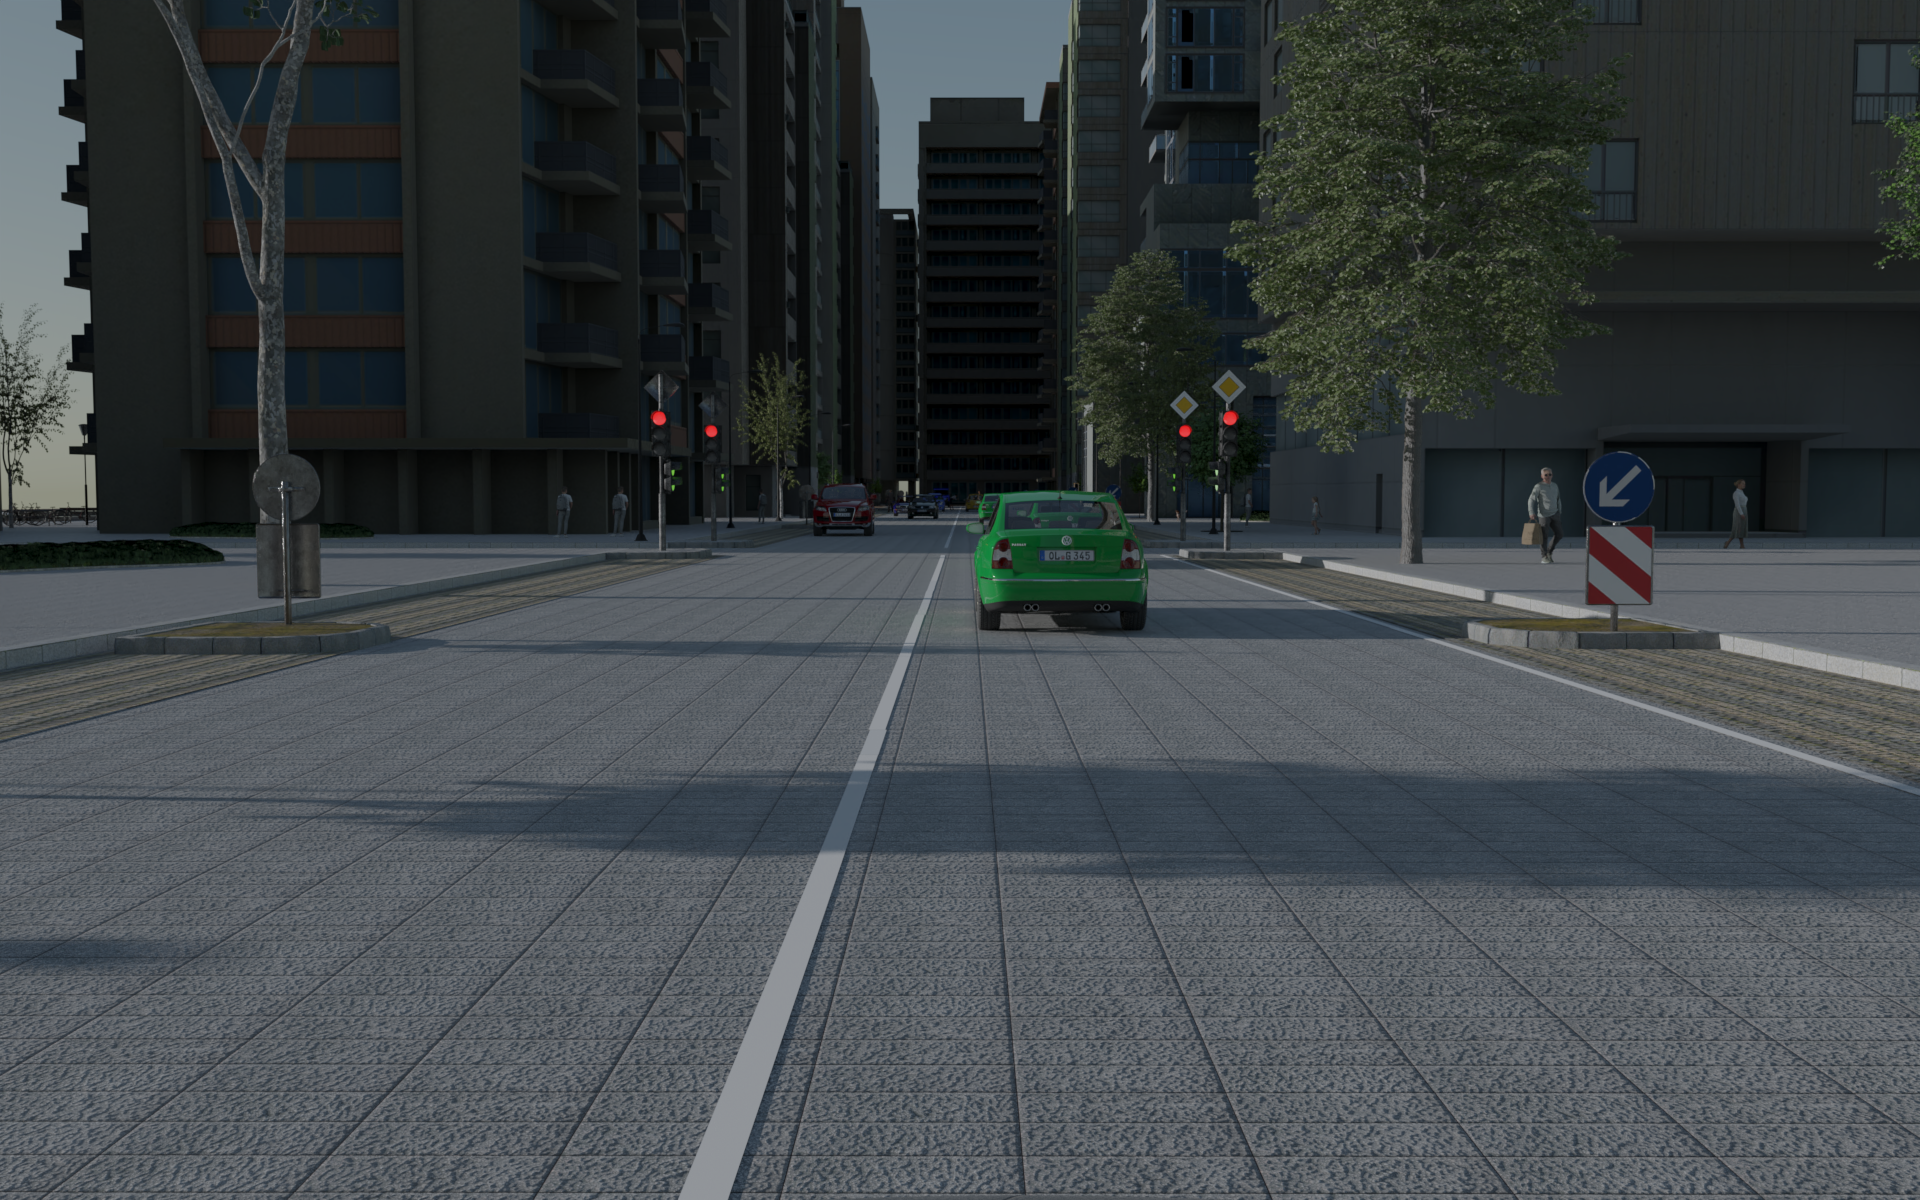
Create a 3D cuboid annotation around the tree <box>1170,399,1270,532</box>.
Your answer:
[{"bbox_3d":[8.829,-4.595,58.836,4.285,4.588,4.351,0,3,0],"label":"tree"}]

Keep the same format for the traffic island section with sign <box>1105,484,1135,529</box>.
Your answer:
[{"bbox_3d":[6.197,-3.866,71.839,1.989,1.847,2.006,0,4,0],"label":"traffic island section with sign"}]

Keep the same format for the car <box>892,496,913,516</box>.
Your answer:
[{"bbox_3d":[-3.433,-6.103,112.364,1.945,1.354,3.894,0,4,-1],"label":"car"}]

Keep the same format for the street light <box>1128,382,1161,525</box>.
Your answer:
[{"bbox_3d":[7.651,-6.072,71.823,1.470,5.913,1.316,0,4,0],"label":"street light"}]

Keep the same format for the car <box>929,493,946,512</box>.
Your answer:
[{"bbox_3d":[-2.077,-8.065,141.451,1.945,1.707,3.694,0,4,0],"label":"car"}]

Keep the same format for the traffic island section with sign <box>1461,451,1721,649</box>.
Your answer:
[{"bbox_3d":[6.009,-0.503,16.848,1.989,1.847,2.006,0,4,0],"label":"traffic island section with sign"}]

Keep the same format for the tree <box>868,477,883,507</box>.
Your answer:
[{"bbox_3d":[-8.403,-11.152,176.939,1.663,3.219,1.824,0,3,0],"label":"tree"}]

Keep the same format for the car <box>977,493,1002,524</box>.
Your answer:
[{"bbox_3d":[1.787,-4.572,83.544,1.959,1.807,4.718,0,4,0],"label":"car"}]

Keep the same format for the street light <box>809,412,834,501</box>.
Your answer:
[{"bbox_3d":[-8.001,-7.705,98.518,1.470,5.913,1.316,0,4,0],"label":"street light"}]

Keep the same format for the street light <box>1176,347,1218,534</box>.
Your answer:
[{"bbox_3d":[7.544,-5.045,55.022,1.470,5.913,1.316,0,4,0],"label":"street light"}]

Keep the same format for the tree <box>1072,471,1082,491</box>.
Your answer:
[{"bbox_3d":[8.948,-8.017,125.683,1.663,3.219,1.824,0,3,0],"label":"tree"}]

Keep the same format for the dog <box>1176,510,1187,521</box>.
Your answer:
[{"bbox_3d":[10.679,-4.083,83.581,0.406,0.507,0.540,2,4,30],"label":"dog"}]

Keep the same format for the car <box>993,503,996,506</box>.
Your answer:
[{"bbox_3d":[2.546,-4.042,78.445,2.083,1.381,4.827,0,4,-1],"label":"car"}]

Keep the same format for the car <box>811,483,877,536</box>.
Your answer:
[{"bbox_3d":[-4.030,-3.174,60.569,2.281,1.827,5.304,0,4,-2],"label":"car"}]

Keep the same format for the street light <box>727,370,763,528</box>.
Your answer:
[{"bbox_3d":[-8.071,-5.647,64.869,1.470,5.913,1.316,0,4,0],"label":"street light"}]

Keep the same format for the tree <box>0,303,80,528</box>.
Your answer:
[{"bbox_3d":[-35.704,-7.037,65.421,4.360,8.622,3.978,0,3,0],"label":"tree"}]

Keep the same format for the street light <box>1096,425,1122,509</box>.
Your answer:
[{"bbox_3d":[7.686,-7.100,88.624,1.470,5.913,1.316,0,4,0],"label":"street light"}]

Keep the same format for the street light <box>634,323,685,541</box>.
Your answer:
[{"bbox_3d":[-8.159,-4.557,47.050,1.470,5.913,1.316,0,4,0],"label":"street light"}]

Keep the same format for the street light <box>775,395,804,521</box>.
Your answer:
[{"bbox_3d":[-8.031,-6.675,81.670,1.470,5.913,1.316,0,4,0],"label":"street light"}]

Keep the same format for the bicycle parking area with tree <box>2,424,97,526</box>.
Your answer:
[{"bbox_3d":[-36.883,-5.279,73.315,9.016,4.147,8.231,0,4,-7],"label":"bicycle parking area with tree"}]

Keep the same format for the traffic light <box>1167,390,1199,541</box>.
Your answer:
[{"bbox_3d":[6.063,-3.560,47.127,0.839,4.253,0.868,0,4,0],"label":"traffic light"}]

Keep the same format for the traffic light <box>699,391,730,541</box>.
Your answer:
[{"bbox_3d":[-6.698,-3.562,47.154,0.839,4.253,0.868,0,4,0],"label":"traffic light"}]

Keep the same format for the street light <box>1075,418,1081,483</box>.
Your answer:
[{"bbox_3d":[7.787,-8.127,105.425,1.470,5.913,1.316,0,4,0],"label":"street light"}]

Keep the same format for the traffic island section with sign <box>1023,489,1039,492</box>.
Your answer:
[{"bbox_3d":[6.460,-8.587,149.027,1.989,1.847,2.006,0,4,0],"label":"traffic island section with sign"}]

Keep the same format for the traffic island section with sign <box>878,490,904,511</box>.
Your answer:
[{"bbox_3d":[-6.067,-8.633,149.782,1.989,1.847,2.006,0,4,0],"label":"traffic island section with sign"}]

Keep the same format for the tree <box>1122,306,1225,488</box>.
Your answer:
[{"bbox_3d":[8.448,-7.135,67.012,4.737,8.622,4.395,0,3,0],"label":"tree"}]

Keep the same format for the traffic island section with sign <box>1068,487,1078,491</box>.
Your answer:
[{"bbox_3d":[6.291,-5.515,98.794,1.989,1.847,2.006,0,4,0],"label":"traffic island section with sign"}]

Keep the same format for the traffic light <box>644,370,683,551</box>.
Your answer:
[{"bbox_3d":[-6.725,-3.073,39.169,0.839,4.253,0.868,0,4,0],"label":"traffic light"}]

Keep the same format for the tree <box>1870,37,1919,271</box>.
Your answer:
[{"bbox_3d":[21.868,-6.618,33.954,9.928,11.665,9.643,0,3,0],"label":"tree"}]

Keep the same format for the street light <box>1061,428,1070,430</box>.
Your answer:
[{"bbox_3d":[7.799,-9.158,122.268,1.470,5.913,1.316,0,4,0],"label":"street light"}]

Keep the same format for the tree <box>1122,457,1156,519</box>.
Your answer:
[{"bbox_3d":[9.420,-5.857,90.368,1.663,3.219,1.824,0,3,0],"label":"tree"}]

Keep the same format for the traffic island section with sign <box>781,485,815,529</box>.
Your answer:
[{"bbox_3d":[-6.329,-3.869,71.891,1.989,1.847,2.006,0,4,0],"label":"traffic island section with sign"}]

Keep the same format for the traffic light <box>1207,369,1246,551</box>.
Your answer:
[{"bbox_3d":[6.036,-3.072,39.142,0.839,4.253,0.868,0,4,0],"label":"traffic light"}]

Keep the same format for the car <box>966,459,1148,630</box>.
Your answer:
[{"bbox_3d":[1.056,-0.660,19.580,1.959,1.807,4.718,0,4,0],"label":"car"}]

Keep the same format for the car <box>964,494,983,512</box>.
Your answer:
[{"bbox_3d":[1.302,-7.994,140.933,2.015,1.641,3.980,0,4,-1],"label":"car"}]

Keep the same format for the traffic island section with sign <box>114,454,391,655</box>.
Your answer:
[{"bbox_3d":[-6.516,-0.469,16.301,1.989,1.847,2.006,0,4,0],"label":"traffic island section with sign"}]

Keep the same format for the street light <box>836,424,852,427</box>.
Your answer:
[{"bbox_3d":[-7.906,-8.733,115.319,1.470,5.913,1.316,0,4,0],"label":"street light"}]

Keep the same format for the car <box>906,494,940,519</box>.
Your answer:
[{"bbox_3d":[-2.129,-5.546,100.461,2.009,1.686,4.222,0,4,1],"label":"car"}]
